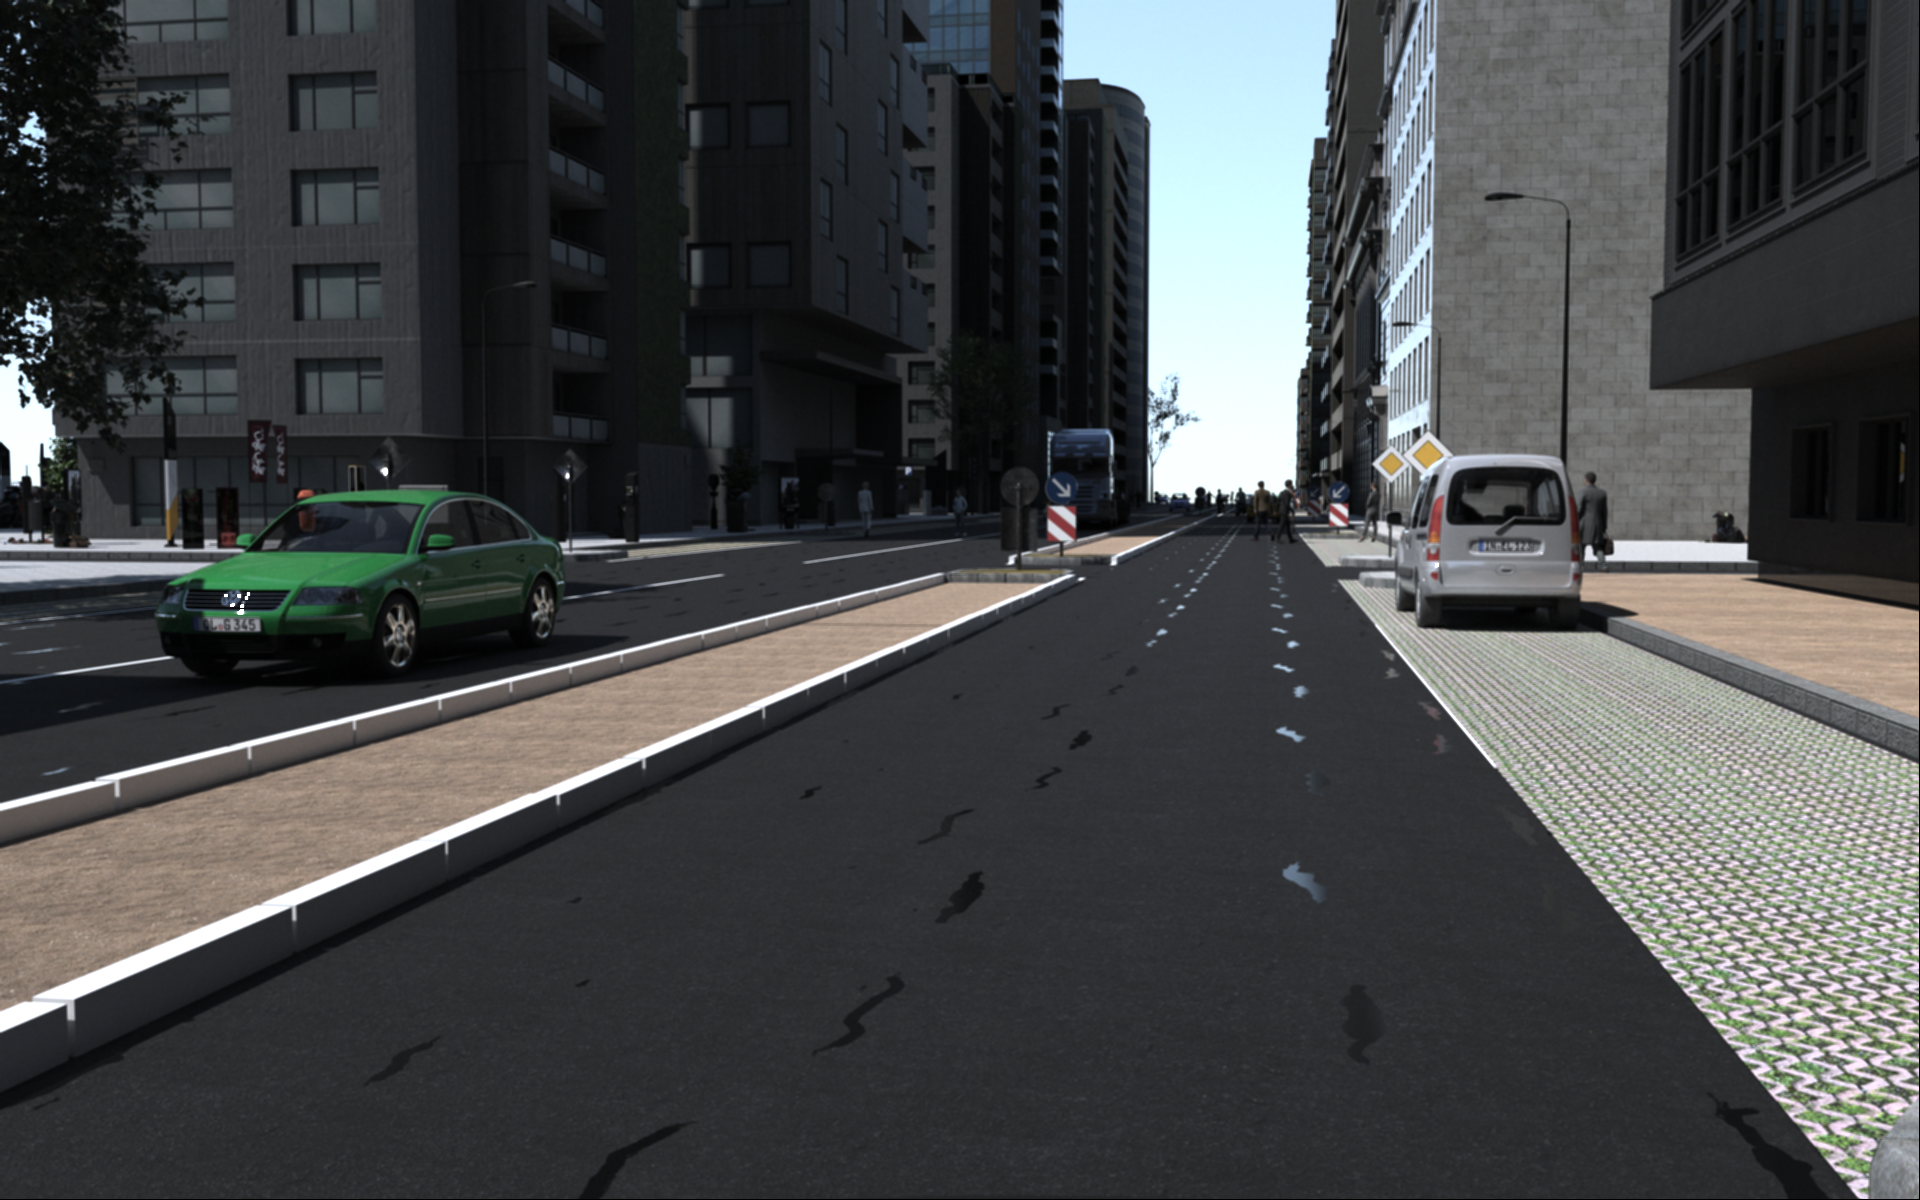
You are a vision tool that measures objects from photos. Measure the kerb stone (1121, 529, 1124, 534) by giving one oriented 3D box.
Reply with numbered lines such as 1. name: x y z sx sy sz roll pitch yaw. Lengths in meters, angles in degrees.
1. kerb stone: 5.612 -2.398 61.400 0.120 0.150 1.000 1 4 10

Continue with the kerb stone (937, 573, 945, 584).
1. kerb stone: -0.369 -0.326 27.524 0.120 0.150 1.000 1 4 10

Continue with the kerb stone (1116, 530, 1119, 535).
1. kerb stone: 5.250 -2.274 59.376 0.120 0.150 1.000 1 4 10

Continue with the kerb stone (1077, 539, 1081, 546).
1. kerb stone: 3.121 -1.529 47.262 0.120 0.150 1.000 1 4 10

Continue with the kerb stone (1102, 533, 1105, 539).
1. kerb stone: 4.365 -1.965 54.327 0.120 0.150 1.000 1 4 10

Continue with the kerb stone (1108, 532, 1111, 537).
1. kerb stone: 4.719 -2.088 56.340 0.120 0.150 1.000 1 4 10

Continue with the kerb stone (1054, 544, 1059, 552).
1. kerb stone: 2.225 -1.224 42.208 0.120 0.150 1.000 1 4 10

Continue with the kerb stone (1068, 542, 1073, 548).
1. kerb stone: 2.767 -1.403 45.249 0.120 0.150 1.000 1 4 10

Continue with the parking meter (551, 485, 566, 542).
1. parking meter: -10.729 -2.317 46.298 0.372 1.533 0.369 0 3 0

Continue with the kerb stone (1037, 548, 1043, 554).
1. kerb stone: 1.698 -1.039 39.181 0.120 0.150 1.000 1 4 10

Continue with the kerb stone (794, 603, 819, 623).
1. kerb stone: -1.795 0.169 19.437 0.120 0.150 1.000 1 4 10

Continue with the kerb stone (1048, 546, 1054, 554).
1. kerb stone: 2.044 -1.162 41.196 0.120 0.150 1.000 1 4 10

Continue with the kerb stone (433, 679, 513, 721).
1. kerb stone: -3.217 0.664 11.337 0.120 0.150 1.000 1 4 10

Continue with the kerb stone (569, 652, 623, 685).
1. kerb stone: -2.857 0.540 13.362 0.120 0.150 1.000 1 4 10

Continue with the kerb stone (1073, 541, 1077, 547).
1. kerb stone: 2.943 -1.472 46.255 0.120 0.150 1.000 1 4 10

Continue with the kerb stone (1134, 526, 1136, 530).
1. kerb stone: 6.673 -2.764 67.453 0.120 0.150 1.000 1 4 10

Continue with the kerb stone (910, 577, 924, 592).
1. kerb stone: -0.719 -0.202 25.494 0.120 0.150 1.000 1 4 10

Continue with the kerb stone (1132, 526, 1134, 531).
1. kerb stone: 6.500 -2.706 66.446 0.120 0.150 1.000 1 4 10

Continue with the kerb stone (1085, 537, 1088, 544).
1. kerb stone: 3.470 -1.655 49.284 0.120 0.150 1.000 1 4 10

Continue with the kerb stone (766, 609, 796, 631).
1. kerb stone: -1.968 0.230 18.429 0.120 0.150 1.000 1 4 10

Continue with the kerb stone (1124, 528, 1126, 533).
1. kerb stone: 5.784 -2.459 62.407 0.120 0.150 1.000 1 4 10

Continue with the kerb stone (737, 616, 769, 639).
1. kerb stone: -2.148 0.293 17.405 0.120 0.150 1.000 1 4 10

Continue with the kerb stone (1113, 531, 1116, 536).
1. kerb stone: 5.074 -2.211 58.365 0.120 0.150 1.000 1 4 10

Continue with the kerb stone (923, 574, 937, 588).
1. kerb stone: -0.544 -0.263 26.504 0.120 0.150 1.000 1 4 10

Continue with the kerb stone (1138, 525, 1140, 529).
1. kerb stone: 7.033 -2.890 69.468 0.120 0.150 1.000 1 4 10

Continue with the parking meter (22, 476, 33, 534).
1. parking meter: -30.401 -3.103 56.448 0.255 1.863 0.399 -2 4 -24

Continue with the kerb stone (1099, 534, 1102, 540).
1. kerb stone: 4.184 -1.904 53.319 0.120 0.150 1.000 1 4 10

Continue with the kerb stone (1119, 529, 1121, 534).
1. kerb stone: 5.434 -2.330 60.384 0.120 0.150 1.000 1 4 10

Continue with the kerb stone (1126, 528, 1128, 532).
1. kerb stone: 5.968 -2.520 63.415 0.120 0.150 1.000 1 4 10

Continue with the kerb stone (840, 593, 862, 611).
1. kerb stone: -1.425 0.045 21.456 0.120 0.150 1.000 1 4 10

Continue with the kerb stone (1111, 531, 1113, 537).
1. kerb stone: 4.891 -2.150 57.351 0.120 0.150 1.000 1 4 10

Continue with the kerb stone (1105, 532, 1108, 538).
1. kerb stone: 4.541 -2.024 55.334 0.120 0.150 1.000 1 4 10

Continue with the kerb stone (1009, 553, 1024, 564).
1. kerb stone: 1.150 -0.850 36.126 0.120 0.150 1.000 1 4 10

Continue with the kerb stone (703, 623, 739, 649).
1. kerb stone: -2.324 0.357 16.392 0.120 0.150 1.000 1 4 10

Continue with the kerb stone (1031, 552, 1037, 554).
1. kerb stone: 1.516 -0.976 38.158 0.120 0.150 1.000 1 4 10

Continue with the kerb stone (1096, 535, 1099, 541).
1. kerb stone: 4.012 -1.842 52.311 0.120 0.150 1.000 1 4 10

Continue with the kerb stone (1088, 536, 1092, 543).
1. kerb stone: 3.658 -1.718 50.288 0.120 0.150 1.000 1 4 10

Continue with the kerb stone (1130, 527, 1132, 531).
1. kerb stone: 6.322 -2.644 65.428 0.120 0.150 1.000 1 4 10

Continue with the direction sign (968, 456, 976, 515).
1. direction sign: 0.744 -6.860 104.154 0.379 3.537 0.876 -2 4 -31

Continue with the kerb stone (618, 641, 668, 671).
1. kerb stone: -2.677 0.478 14.378 0.120 0.150 1.000 1 4 10

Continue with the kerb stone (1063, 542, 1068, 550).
1. kerb stone: 2.581 -1.345 44.237 0.120 0.150 1.000 1 4 10

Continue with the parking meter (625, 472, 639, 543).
1. parking meter: -8.706 -2.462 45.968 0.255 1.863 0.399 1 4 11

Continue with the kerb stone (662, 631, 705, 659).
1. kerb stone: -2.510 0.416 15.386 0.120 0.150 1.000 1 4 10

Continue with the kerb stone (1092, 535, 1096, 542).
1. kerb stone: 3.831 -1.775 51.296 0.120 0.150 1.000 1 4 10

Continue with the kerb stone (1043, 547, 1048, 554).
1. kerb stone: 1.869 -1.101 40.189 0.120 0.150 1.000 1 4 10

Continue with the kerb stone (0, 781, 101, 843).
1. kerb stone: -3.931 0.920 7.280 0.120 0.150 1.000 1 4 10

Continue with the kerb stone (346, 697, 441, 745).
1. kerb stone: -3.397 0.726 10.322 0.120 0.150 1.000 1 4 10

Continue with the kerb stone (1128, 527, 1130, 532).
1. kerb stone: 6.146 -2.582 64.422 0.120 0.150 1.000 1 4 10

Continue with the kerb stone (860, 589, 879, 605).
1. kerb stone: -1.257 -0.017 22.474 0.120 0.150 1.000 1 4 10

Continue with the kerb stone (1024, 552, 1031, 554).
1. kerb stone: 1.334 -0.914 37.143 0.120 0.150 1.000 1 4 10

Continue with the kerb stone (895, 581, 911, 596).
1. kerb stone: -0.895 -0.136 24.487 0.120 0.150 1.000 1 4 10

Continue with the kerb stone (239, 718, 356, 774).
1. kerb stone: -3.577 0.788 9.313 0.120 0.150 1.000 1 4 10

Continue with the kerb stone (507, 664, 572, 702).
1. kerb stone: -3.038 0.602 12.355 0.120 0.150 1.000 1 4 10

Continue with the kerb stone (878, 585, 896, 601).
1. kerb stone: -1.070 -0.076 23.480 0.120 0.150 1.000 1 4 10

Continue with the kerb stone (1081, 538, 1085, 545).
1. kerb stone: 3.294 -1.595 48.269 0.120 0.150 1.000 1 4 10

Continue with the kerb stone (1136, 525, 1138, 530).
1. kerb stone: 6.853 -2.828 68.462 0.120 0.150 1.000 1 4 10

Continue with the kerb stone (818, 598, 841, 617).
1. kerb stone: -1.613 0.110 20.443 0.120 0.150 1.000 1 4 10

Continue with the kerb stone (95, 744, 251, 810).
1. kerb stone: -3.755 0.850 8.298 0.120 0.150 1.000 1 4 10
